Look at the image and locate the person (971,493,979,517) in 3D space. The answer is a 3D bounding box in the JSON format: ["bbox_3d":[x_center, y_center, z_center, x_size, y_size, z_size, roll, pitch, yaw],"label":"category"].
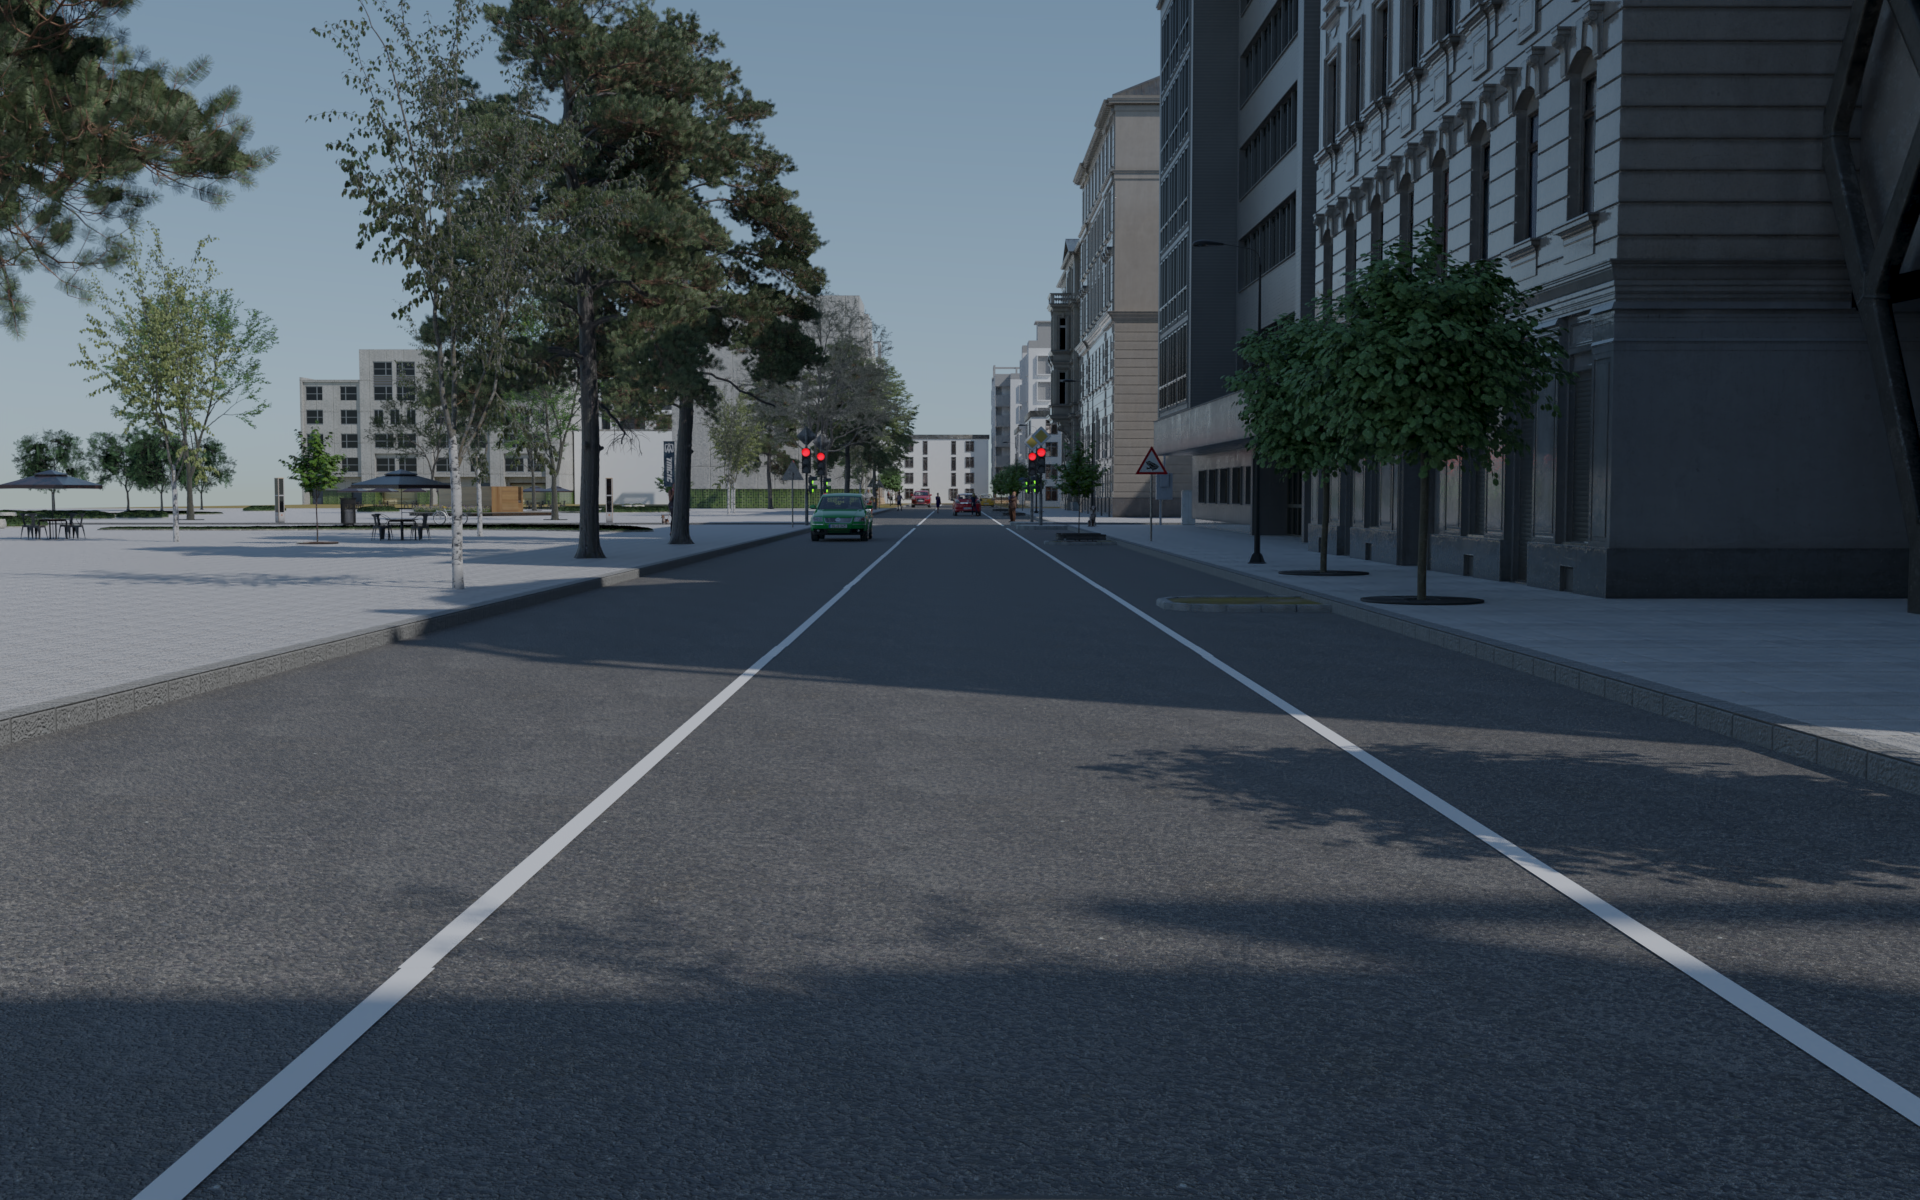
[{"bbox_3d":[0.937,-6.082,110.475,0.613,1.512,0.480,1,4,22],"label":"person"}]

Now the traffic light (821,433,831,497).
[{"bbox_3d":[-6.295,-5.483,78.897,0.839,4.213,0.868,0,4,0],"label":"traffic light"}]

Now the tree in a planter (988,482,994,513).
[{"bbox_3d":[3.109,-8.191,131.142,1.991,3.239,1.994,0,4,0],"label":"tree in a planter"}]

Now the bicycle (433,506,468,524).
[{"bbox_3d":[-21.162,-3.583,71.808,1.543,0.972,0.635,0,4,4],"label":"bicycle"}]

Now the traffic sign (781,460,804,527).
[{"bbox_3d":[-6.431,-4.067,66.506,0.884,2.594,0.081,0,4,2],"label":"traffic sign"}]

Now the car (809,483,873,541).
[{"bbox_3d":[-3.679,-2.772,54.117,1.959,1.807,4.718,0,4,-1],"label":"car"}]

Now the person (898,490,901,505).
[{"bbox_3d":[-7.223,-12.160,204.887,0.705,1.821,1.348,-1,4,-10],"label":"person"}]

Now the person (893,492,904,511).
[{"bbox_3d":[-5.108,-8.256,145.441,0.963,1.587,0.435,1,4,11],"label":"person"}]

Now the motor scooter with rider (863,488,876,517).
[{"bbox_3d":[-4.582,-4.666,85.259,0.876,1.779,1.986,0,4,-2],"label":"motor scooter with rider"}]

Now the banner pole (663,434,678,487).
[{"bbox_3d":[-11.887,-5.002,71.806,0.863,3.779,0.401,0,4,1],"label":"banner pole"}]

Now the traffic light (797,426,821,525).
[{"bbox_3d":[-6.264,-4.995,70.912,0.839,4.213,0.868,0,4,0],"label":"traffic light"}]

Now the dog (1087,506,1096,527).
[{"bbox_3d":[5.292,-3.296,68.261,0.513,0.831,0.800,2,4,33],"label":"dog"}]

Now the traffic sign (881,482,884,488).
[{"bbox_3d":[-6.980,-9.172,149.962,0.884,2.594,0.081,0,4,5],"label":"traffic sign"}]

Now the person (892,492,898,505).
[{"bbox_3d":[-7.335,-11.795,198.890,0.705,1.824,1.348,3,4,39],"label":"person"}]

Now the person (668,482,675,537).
[{"bbox_3d":[-8.434,-2.678,51.297,0.415,1.643,0.593,-1,4,-21],"label":"person"}]

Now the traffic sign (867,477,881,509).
[{"bbox_3d":[-6.834,-8.282,135.410,0.884,2.594,0.081,0,4,0],"label":"traffic sign"}]

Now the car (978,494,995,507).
[{"bbox_3d":[2.734,-10.643,184.233,2.015,1.641,3.980,0,4,-1],"label":"car"}]

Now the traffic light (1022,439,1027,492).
[{"bbox_3d":[3.266,-5.487,78.949,0.839,4.213,0.868,0,4,0],"label":"traffic light"}]

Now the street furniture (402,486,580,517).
[{"bbox_3d":[-29.328,-5.896,103.249,9.812,1.723,11.010,3,4,38],"label":"street furniture"}]

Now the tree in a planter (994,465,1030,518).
[{"bbox_3d":[3.209,-6.541,104.166,1.991,3.239,1.994,0,4,0],"label":"tree in a planter"}]

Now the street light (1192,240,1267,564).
[{"bbox_3d":[4.943,-3.625,31.802,1.470,5.913,1.316,0,4,0],"label":"street light"}]

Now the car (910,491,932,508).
[{"bbox_3d":[-4.093,-10.689,183.444,2.281,1.827,5.304,0,4,0],"label":"car"}]

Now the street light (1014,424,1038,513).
[{"bbox_3d":[4.545,-8.734,115.348,1.470,5.913,1.316,0,4,0],"label":"street light"}]

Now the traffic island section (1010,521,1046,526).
[{"bbox_3d":[3.306,-3.473,79.062,2.009,0.180,2.903,0,4,0],"label":"traffic island section"}]

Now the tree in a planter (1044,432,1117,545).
[{"bbox_3d":[3.412,-3.196,49.479,1.991,3.239,1.994,0,4,0],"label":"tree in a planter"}]

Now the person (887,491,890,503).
[{"bbox_3d":[-8.848,-12.764,216.200,0.593,1.643,0.415,0,4,-4],"label":"person"}]

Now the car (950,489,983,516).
[{"bbox_3d":[0.436,-6.454,114.563,2.155,1.783,4.494,0,4,-2],"label":"car"}]

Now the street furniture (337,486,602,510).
[{"bbox_3d":[-37.522,-8.711,147.455,27.439,1.986,14.083,0,4,0],"label":"street furniture"}]

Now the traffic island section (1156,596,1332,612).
[{"bbox_3d":[3.526,0.054,21.984,1.991,0.108,1.994,0,4,0],"label":"traffic island section"}]

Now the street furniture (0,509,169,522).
[{"bbox_3d":[-47.173,-4.584,90.569,10.072,0.657,5.734,0,4,-5],"label":"street furniture"}]

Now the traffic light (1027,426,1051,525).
[{"bbox_3d":[3.297,-4.998,70.964,0.839,4.213,0.868,0,4,0],"label":"traffic light"}]

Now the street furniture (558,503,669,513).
[{"bbox_3d":[-23.980,-6.379,119.916,5.734,0.657,10.072,3,5,40],"label":"street furniture"}]

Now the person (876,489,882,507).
[{"bbox_3d":[-8.015,-9.882,167.616,0.705,1.824,1.348,-2,4,-34],"label":"person"}]

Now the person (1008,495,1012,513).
[{"bbox_3d":[3.448,-6.521,117.189,0.319,1.574,0.516,3,4,36],"label":"person"}]

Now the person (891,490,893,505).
[{"bbox_3d":[-8.301,-12.382,209.274,0.721,1.735,1.217,1,4,9],"label":"person"}]

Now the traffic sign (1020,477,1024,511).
[{"bbox_3d":[4.794,-8.116,132.807,0.768,2.556,0.104,0,4,1],"label":"traffic sign"}]

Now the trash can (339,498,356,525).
[{"bbox_3d":[-25.317,-3.670,71.666,0.748,1.137,0.748,0,3,0],"label":"trash can"}]

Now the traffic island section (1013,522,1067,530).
[{"bbox_3d":[3.337,-2.984,71.077,2.009,0.180,2.903,0,4,0],"label":"traffic island section"}]

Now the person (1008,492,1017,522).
[{"bbox_3d":[2.677,-4.716,87.879,0.388,1.546,0.482,-2,4,-29],"label":"person"}]

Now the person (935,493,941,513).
[{"bbox_3d":[-1.595,-7.241,129.263,0.453,1.535,0.546,-2,4,-35],"label":"person"}]

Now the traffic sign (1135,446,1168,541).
[{"bbox_3d":[5.200,-2.880,47.098,0.884,2.594,0.081,0,4,1],"label":"traffic sign"}]

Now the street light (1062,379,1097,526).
[{"bbox_3d":[4.831,-5.972,70.190,1.470,5.913,1.316,0,4,0],"label":"street light"}]
